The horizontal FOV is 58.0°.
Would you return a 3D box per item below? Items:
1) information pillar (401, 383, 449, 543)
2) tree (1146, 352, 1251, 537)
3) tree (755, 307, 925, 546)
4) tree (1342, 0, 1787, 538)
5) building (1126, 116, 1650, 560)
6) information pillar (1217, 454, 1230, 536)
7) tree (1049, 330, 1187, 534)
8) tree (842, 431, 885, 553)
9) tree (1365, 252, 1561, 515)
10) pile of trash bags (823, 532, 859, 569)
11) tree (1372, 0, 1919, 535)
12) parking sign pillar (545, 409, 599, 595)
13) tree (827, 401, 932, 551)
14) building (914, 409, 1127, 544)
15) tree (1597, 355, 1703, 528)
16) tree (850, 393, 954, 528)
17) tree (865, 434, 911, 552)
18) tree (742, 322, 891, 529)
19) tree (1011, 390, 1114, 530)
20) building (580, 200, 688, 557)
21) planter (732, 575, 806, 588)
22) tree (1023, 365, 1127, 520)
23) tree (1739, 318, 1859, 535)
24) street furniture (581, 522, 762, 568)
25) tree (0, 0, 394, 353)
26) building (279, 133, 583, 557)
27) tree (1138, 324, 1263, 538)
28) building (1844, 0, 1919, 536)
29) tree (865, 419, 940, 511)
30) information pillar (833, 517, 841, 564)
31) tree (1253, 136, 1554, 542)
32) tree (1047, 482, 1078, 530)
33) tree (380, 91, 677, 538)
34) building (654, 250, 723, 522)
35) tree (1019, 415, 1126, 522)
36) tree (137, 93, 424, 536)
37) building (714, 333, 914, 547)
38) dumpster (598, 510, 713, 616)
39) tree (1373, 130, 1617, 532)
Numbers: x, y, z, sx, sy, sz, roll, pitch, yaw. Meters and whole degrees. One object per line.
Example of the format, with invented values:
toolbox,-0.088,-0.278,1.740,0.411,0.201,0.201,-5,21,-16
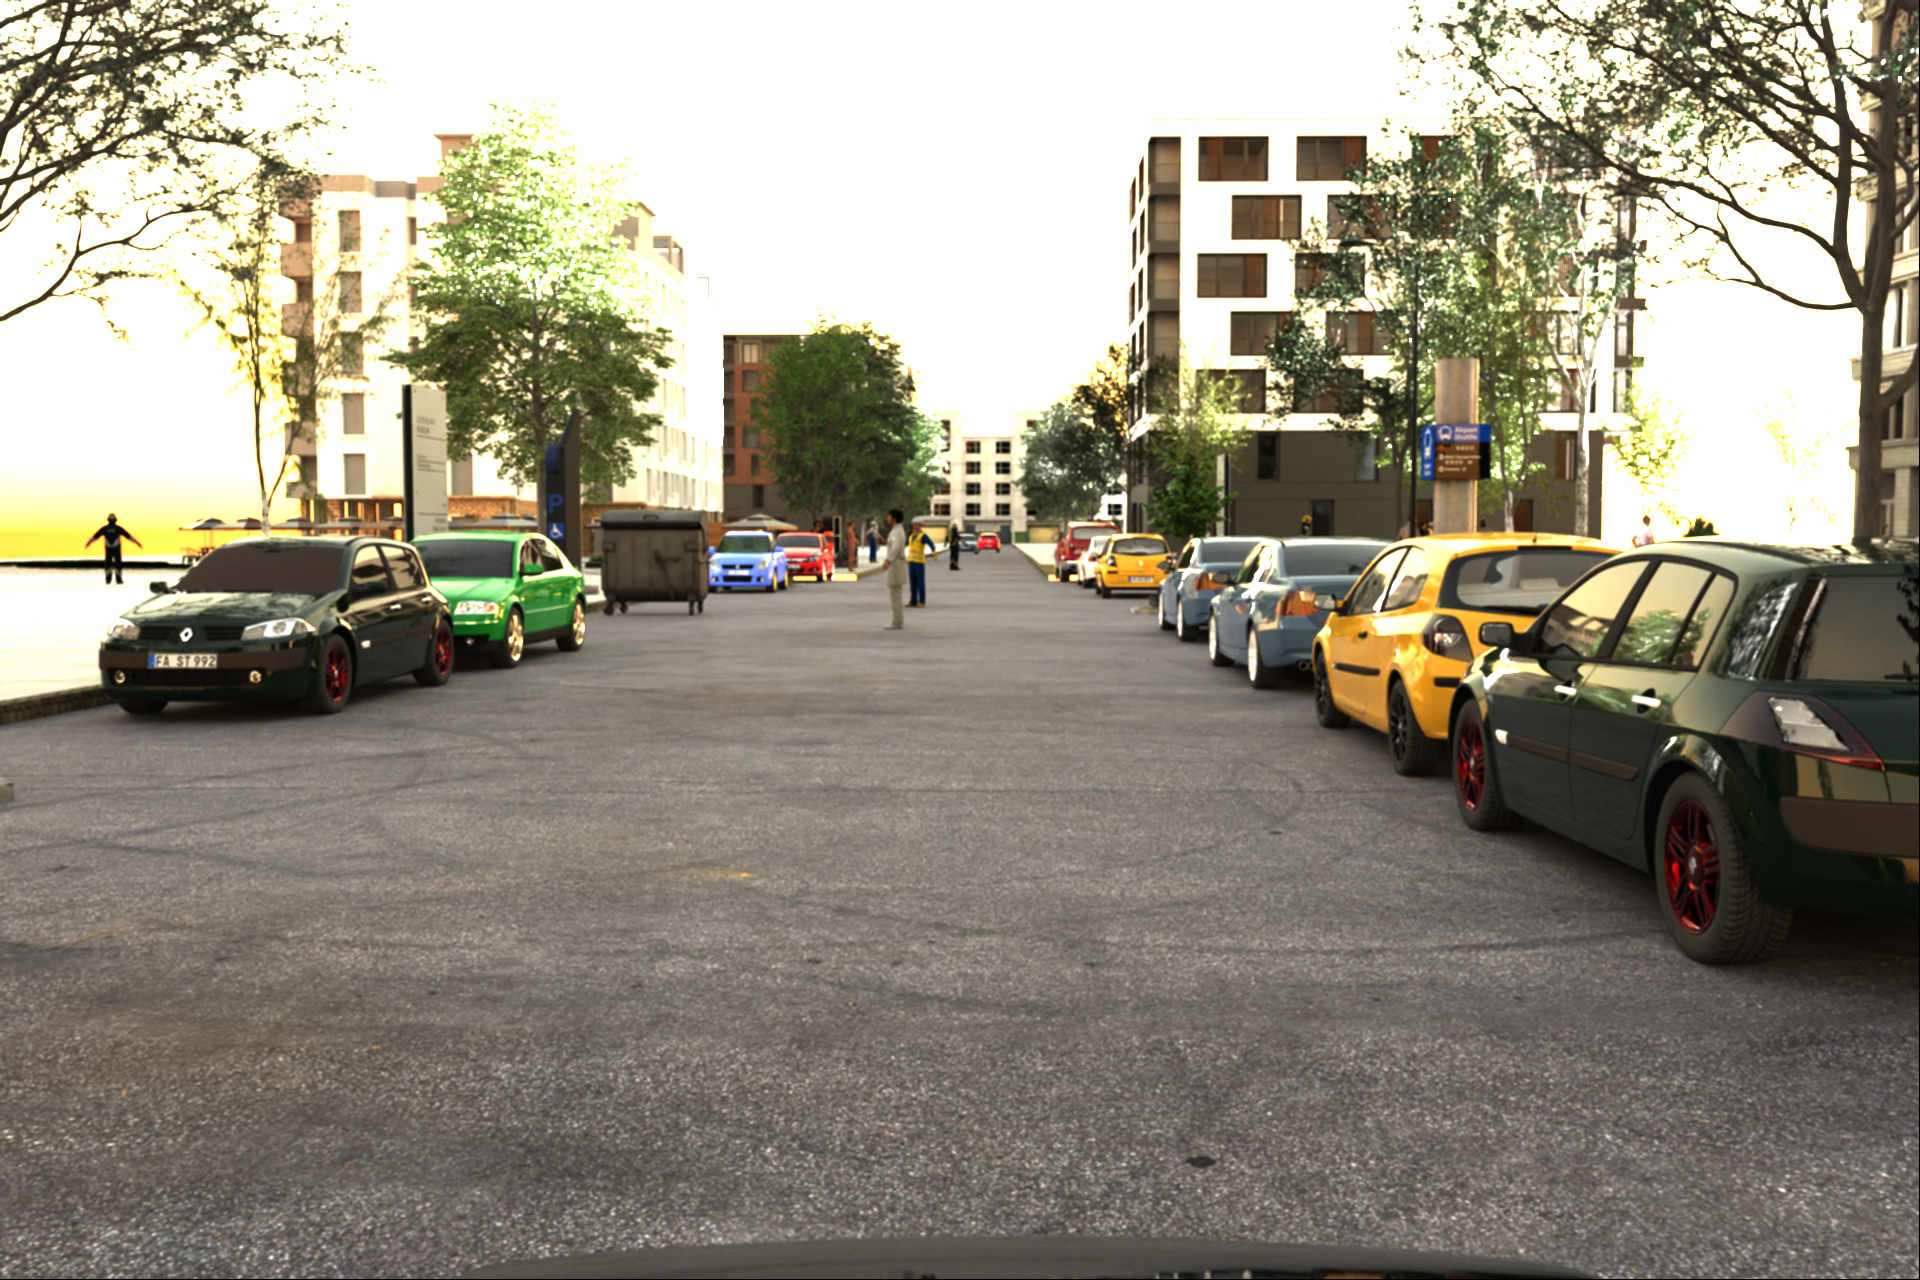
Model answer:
information pillar,-8.591,-2.236,27.882,0.184,3.620,1.656,0,4,2
tree,9.792,-7.280,69.391,4.737,8.622,4.395,0,3,0
tree,-6.685,-11.732,98.477,9.857,13.997,8.962,0,3,0
tree,19.094,-12.297,56.944,12.611,20.169,13.585,0,3,0
building,23.550,-15.751,101.506,27.936,21.610,32.646,0,4,1
information pillar,7.832,-3.686,51.577,0.184,3.620,1.656,0,4,1
tree,7.615,-8.896,79.861,7.601,10.594,8.767,0,4,-5
tree,-6.405,-10.066,114.939,4.737,8.622,4.395,0,3,0
tree,20.245,-9.274,69.757,7.486,12.596,7.792,0,3,0
pile of trash bags,-4.837,-3.432,65.863,1.912,1.369,3.447,0,4,2
tree,9.719,-6.584,18.012,12.009,13.543,11.850,0,3,0
parking sign pillar,-8.428,-2.957,36.816,1.447,3.967,1.447,0,4,1
tree,-6.075,-12.487,129.910,9.928,11.665,9.643,0,3,0
building,7.475,-23.379,251.167,31.486,18.905,16.747,0,4,-1
tree,28.056,-7.350,70.542,4.737,8.622,4.395,0,3,0
tree,-5.487,-15.310,156.976,9.857,13.997,8.962,0,3,0
tree,-5.621,-10.477,121.667,4.737,8.622,4.395,0,3,0
tree,-7.072,-9.731,84.861,9.928,11.665,9.643,0,3,0
tree,9.126,-14.866,149.717,9.857,13.997,8.962,0,3,0
building,-22.910,-14.881,99.716,16.016,20.090,11.380,0,4,1
planter,-5.217,-1.577,46.925,1.991,0.319,1.994,0,4,1
tree,9.595,-13.082,124.260,12.009,13.543,11.850,0,3,0
tree,28.429,-6.665,59.336,4.360,8.622,3.978,0,3,0
street furniture,-11.793,-3.723,67.724,9.812,1.723,11.010,0,4,7
tree,-11.521,-6.652,19.138,12.009,13.543,11.850,0,3,0
building,-26.168,-13.869,83.179,16.016,20.090,11.380,0,4,1
tree,8.067,-6.805,61.617,4.360,8.622,3.978,0,3,0
building,26.245,-11.519,35.012,8.464,21.280,15.925,0,4,1
tree,-5.499,-13.420,145.179,9.928,11.665,9.643,0,3,0
information pillar,-5.202,-4.215,73.404,0.304,2.012,0.304,0,4,0
tree,10.339,-6.556,41.596,7.601,10.594,8.767,-2,4,-27
tree,9.611,-12.740,158.655,4.360,8.622,3.978,0,3,0
tree,-11.316,-7.790,45.492,7.486,12.596,7.792,0,3,0
building,-22.993,-15.935,116.953,16.016,20.090,11.380,0,4,1
tree,8.950,-12.277,135.144,8.767,10.594,7.601,0,4,-4
tree,-12.070,-4.833,29.383,4.360,8.622,3.978,0,3,0
building,-19.886,-21.345,192.959,27.936,21.610,32.646,0,4,1
dumpster,-5.414,-1.384,30.840,1.865,1.857,1.264,0,4,1
tree,10.210,-4.962,31.489,4.360,8.622,3.978,0,3,0
